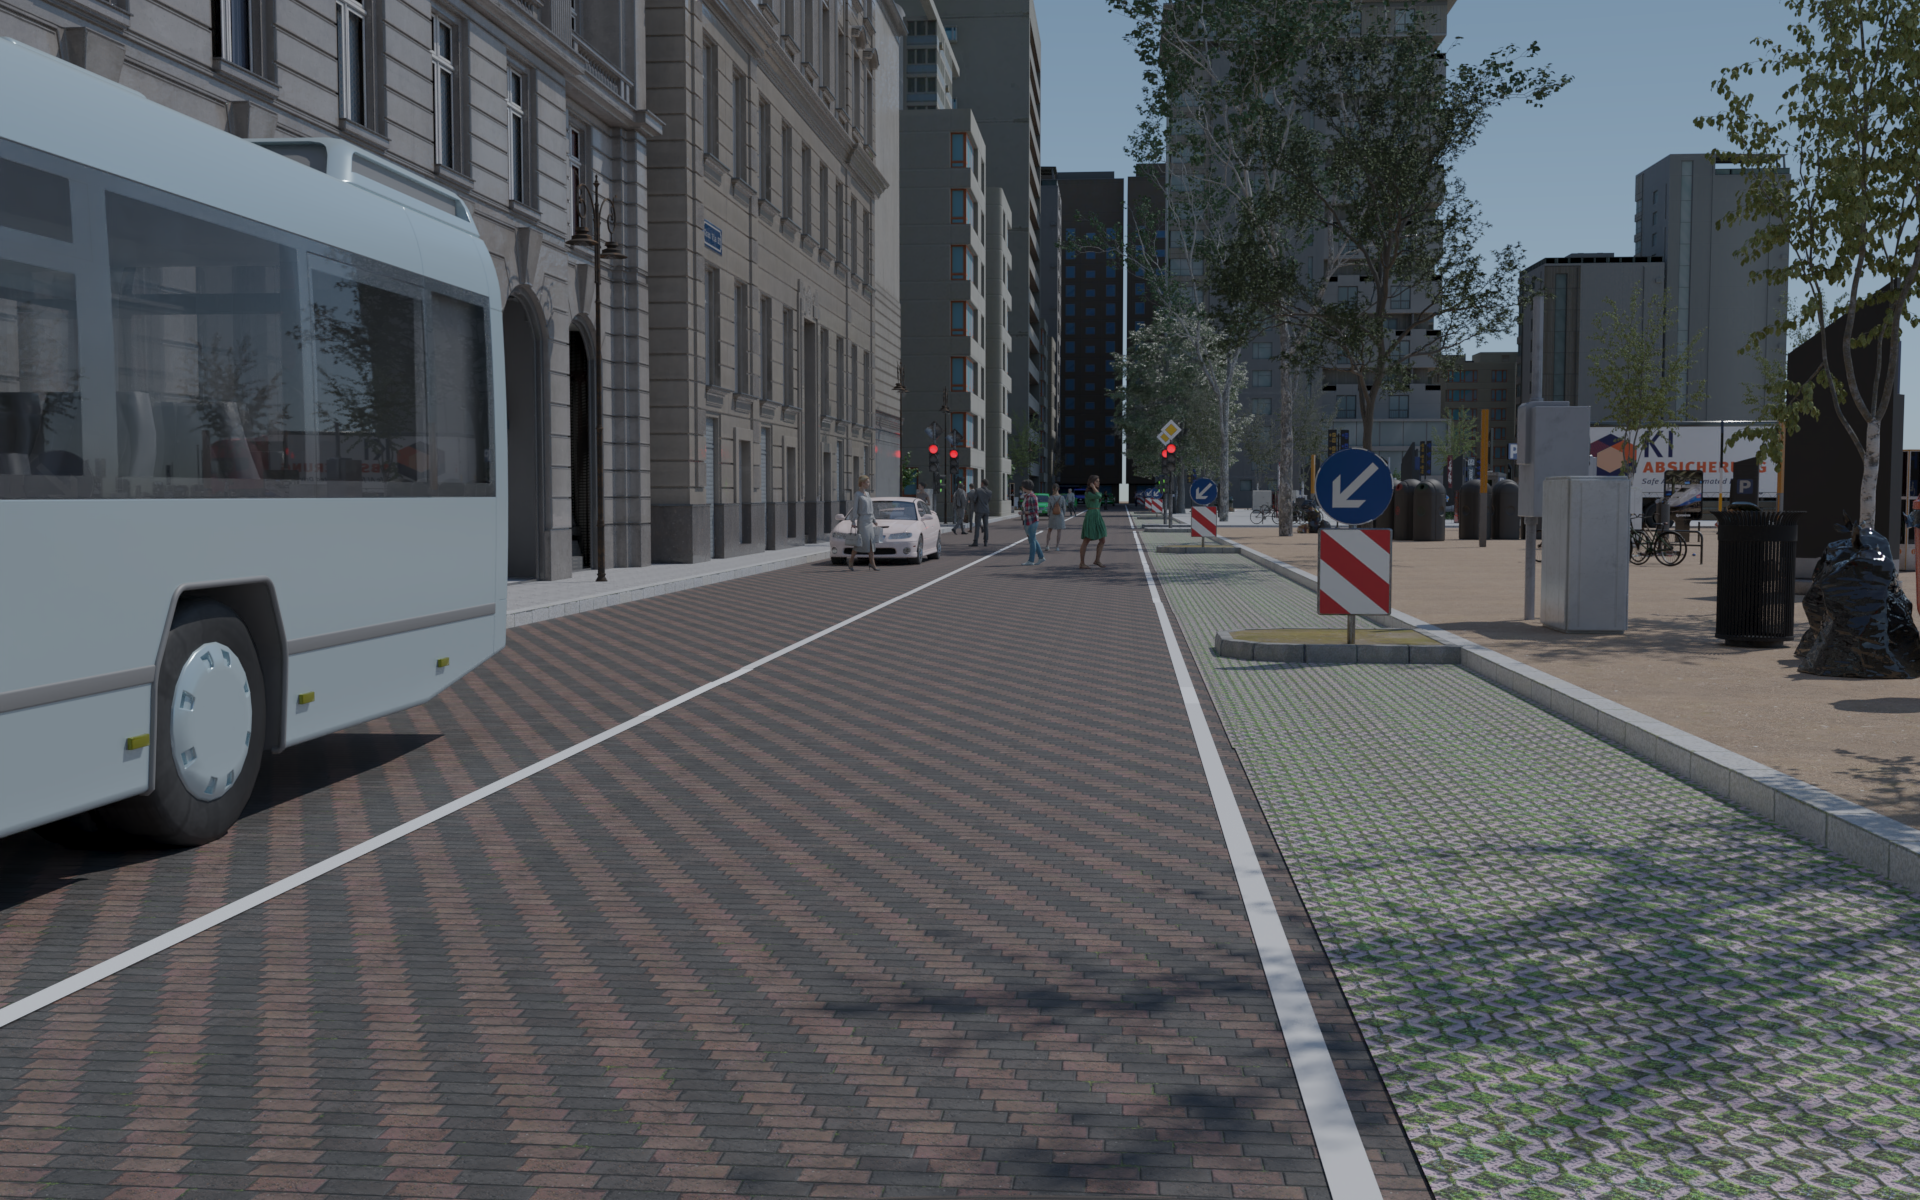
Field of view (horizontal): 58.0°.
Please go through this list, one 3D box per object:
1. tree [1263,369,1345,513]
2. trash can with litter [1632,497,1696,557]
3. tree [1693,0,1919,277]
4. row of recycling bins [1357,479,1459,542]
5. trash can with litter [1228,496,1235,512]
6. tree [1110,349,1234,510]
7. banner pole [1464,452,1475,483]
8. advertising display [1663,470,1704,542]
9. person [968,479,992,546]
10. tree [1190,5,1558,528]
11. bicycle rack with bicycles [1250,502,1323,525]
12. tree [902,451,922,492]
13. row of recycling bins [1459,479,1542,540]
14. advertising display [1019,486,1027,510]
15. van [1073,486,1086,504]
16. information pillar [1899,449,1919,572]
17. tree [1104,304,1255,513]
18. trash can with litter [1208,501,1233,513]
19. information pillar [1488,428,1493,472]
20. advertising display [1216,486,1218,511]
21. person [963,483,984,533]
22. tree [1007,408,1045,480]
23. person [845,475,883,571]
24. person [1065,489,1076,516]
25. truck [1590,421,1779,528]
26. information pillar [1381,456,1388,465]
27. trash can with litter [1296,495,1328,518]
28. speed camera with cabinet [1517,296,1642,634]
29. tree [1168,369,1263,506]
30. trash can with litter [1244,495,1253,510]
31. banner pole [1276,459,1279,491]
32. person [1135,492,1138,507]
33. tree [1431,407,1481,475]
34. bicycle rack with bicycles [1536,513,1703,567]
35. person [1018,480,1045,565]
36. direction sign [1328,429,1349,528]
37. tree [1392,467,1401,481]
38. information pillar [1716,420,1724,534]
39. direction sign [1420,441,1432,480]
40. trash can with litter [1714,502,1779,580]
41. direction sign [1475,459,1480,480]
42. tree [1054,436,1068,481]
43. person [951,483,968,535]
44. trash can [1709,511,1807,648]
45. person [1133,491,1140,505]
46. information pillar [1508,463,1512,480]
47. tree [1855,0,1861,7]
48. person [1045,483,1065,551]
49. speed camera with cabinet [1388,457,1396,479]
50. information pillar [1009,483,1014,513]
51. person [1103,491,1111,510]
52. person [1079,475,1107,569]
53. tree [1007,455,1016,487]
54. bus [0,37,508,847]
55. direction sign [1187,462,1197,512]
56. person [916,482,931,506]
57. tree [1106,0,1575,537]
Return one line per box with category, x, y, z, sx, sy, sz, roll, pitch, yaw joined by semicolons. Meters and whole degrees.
tree;20.551;-9.311;102.596;4.360;8.622;3.978;0;3;0
trash can with litter;14.425;-1.530;36.067;1.678;1.210;2.233;2;4;35
tree;9.488;-4.124;17.794;4.737;8.622;4.395;0;3;0
row of recycling bins;12.280;-2.523;48.368;1.069;1.692;3.534;-1;4;-22
trash can with litter;19.467;-6.910;124.369;0.624;1.170;1.055;-1;4;-14
tree;17.534;-14.204;142.599;12.009;13.543;11.850;0;3;0
banner pole;30.315;-6.928;103.288;0.863;3.779;0.401;-1;4;-9
advertising display;19.307;-2.510;46.258;0.974;1.923;0.123;1;4;11
person;0.548;-2.401;47.566;0.655;1.846;0.447;-2;4;-26
tree;7.842;-6.101;34.165;7.601;10.594;8.767;-2;4;-29
bicycle rack with bicycles;14.179;-3.691;73.731;2.925;0.926;2.852;3;5;40
tree;-2.564;-4.453;67.413;1.663;3.219;1.824;0;3;0
row of recycling bins;15.897;-2.566;49.064;3.534;1.692;1.069;-1;4;-9
advertising display;5.126;-7.958;135.332;0.974;1.923;0.123;1;4;10
van;13.835;-11.815;197.563;2.240;2.365;5.245;0;4;6
information pillar;15.640;-1.472;28.560;0.304;2.012;0.304;-1;4;-12
tree;14.558;-12.724;114.691;9.857;13.997;8.962;0;3;0
trash can with litter;17.427;-6.530;117.829;2.233;1.210;1.678;1;4;8
information pillar;18.890;-4.312;61.859;0.183;3.616;0.504;0;4;-5
advertising display;19.814;-7.831;133.258;0.123;1.923;0.974;0;4;3
person;0.506;-3.404;64.112;0.622;1.834;0.822;-2;4;-31
tree;5.343;-11.991;146.409;4.737;8.622;4.395;0;3;0
person;-1.811;-1.442;32.429;0.624;1.780;0.694;3;5;44
person;7.064;-6.258;111.310;0.782;1.767;0.515;2;4;35
truck;29.288;-4.817;67.673;11.283;4.237;2.839;0;4;7
information pillar;26.055;-7.031;106.317;0.504;3.616;0.183;1;4;20
trash can with litter;18.907;-5.085;94.195;2.233;1.210;1.678;1;4;13
speed camera with cabinet;5.922;-1.371;16.754;0.660;3.252;2.038;0;4;5
tree;14.764;-9.293;102.302;4.360;8.622;3.978;0;3;0
trash can with litter;23.099;-7.741;137.623;1.678;1.210;2.233;2;4;35
banner pole;22.981;-8.266;125.159;0.401;3.779;0.863;2;4;28
person;19.019;-10.892;187.521;0.436;1.711;0.756;1;4;13
tree;40.670;-11.729;142.138;4.737;8.622;4.395;0;3;0
bicycle rack with bicycles;12.274;-1.124;31.755;2.852;0.926;2.925;-1;4;-21
person;1.452;-1.558;34.814;0.643;1.720;0.563;-1;4;-11
direction sign;13.288;-4.213;60.882;0.876;3.537;0.379;-2;4;-25
tree;31.628;-8.003;125.457;1.663;3.219;1.824;0;3;0
information pillar;24.122;-3.887;54.903;0.183;3.616;0.504;1;4;22
direction sign;19.813;-5.001;73.765;0.379;3.537;0.876;-1;4;-16
trash can with litter;11.655;-0.866;25.546;1.055;1.170;0.624;-3;5;-40
direction sign;33.016;-7.282;111.061;0.379;3.537;0.876;-3;5;-44
tree;10.870;-15.800;208.696;4.360;8.622;3.978;0;3;0
person;0.015;-3.216;61.176;0.850;1.850;0.679;-3;5;-40
trash can;6.719;-0.182;14.622;0.748;1.137;0.748;0;3;0
person;21.612;-12.418;211.665;1.348;1.807;0.705;-3;4;-38
information pillar;41.811;-8.585;131.717;0.183;3.616;0.504;-1;4;-16
tree;5.669;-3.505;7.670;4.360;8.622;3.978;0;3;0
person;2.421;-2.097;43.788;0.512;1.701;0.522;0;4;-7
speed camera with cabinet;23.722;-6.030;92.919;2.038;3.252;0.660;1;4;23
information pillar;3.514;-6.911;117.483;0.304;2.012;0.304;-1;4;-10
person;13.221;-8.994;156.377;0.721;1.723;1.217;3;5;40
person;2.553;-1.503;33.315;0.529;1.795;0.600;1;4;21
tree;2.037;-8.040;115.163;4.285;4.588;4.351;0;3;0
bus;-4.493;-0.556;3.952;2.948;3.499;13.247;0;4;4
direction sign;16.557;-8.057;123.734;0.876;3.537;0.379;-2;4;-35
person;-1.184;-2.562;50.730;0.599;1.781;0.374;2;4;29
tree;10.628;-11.912;50.643;12.611;20.169;13.585;0;3;0
